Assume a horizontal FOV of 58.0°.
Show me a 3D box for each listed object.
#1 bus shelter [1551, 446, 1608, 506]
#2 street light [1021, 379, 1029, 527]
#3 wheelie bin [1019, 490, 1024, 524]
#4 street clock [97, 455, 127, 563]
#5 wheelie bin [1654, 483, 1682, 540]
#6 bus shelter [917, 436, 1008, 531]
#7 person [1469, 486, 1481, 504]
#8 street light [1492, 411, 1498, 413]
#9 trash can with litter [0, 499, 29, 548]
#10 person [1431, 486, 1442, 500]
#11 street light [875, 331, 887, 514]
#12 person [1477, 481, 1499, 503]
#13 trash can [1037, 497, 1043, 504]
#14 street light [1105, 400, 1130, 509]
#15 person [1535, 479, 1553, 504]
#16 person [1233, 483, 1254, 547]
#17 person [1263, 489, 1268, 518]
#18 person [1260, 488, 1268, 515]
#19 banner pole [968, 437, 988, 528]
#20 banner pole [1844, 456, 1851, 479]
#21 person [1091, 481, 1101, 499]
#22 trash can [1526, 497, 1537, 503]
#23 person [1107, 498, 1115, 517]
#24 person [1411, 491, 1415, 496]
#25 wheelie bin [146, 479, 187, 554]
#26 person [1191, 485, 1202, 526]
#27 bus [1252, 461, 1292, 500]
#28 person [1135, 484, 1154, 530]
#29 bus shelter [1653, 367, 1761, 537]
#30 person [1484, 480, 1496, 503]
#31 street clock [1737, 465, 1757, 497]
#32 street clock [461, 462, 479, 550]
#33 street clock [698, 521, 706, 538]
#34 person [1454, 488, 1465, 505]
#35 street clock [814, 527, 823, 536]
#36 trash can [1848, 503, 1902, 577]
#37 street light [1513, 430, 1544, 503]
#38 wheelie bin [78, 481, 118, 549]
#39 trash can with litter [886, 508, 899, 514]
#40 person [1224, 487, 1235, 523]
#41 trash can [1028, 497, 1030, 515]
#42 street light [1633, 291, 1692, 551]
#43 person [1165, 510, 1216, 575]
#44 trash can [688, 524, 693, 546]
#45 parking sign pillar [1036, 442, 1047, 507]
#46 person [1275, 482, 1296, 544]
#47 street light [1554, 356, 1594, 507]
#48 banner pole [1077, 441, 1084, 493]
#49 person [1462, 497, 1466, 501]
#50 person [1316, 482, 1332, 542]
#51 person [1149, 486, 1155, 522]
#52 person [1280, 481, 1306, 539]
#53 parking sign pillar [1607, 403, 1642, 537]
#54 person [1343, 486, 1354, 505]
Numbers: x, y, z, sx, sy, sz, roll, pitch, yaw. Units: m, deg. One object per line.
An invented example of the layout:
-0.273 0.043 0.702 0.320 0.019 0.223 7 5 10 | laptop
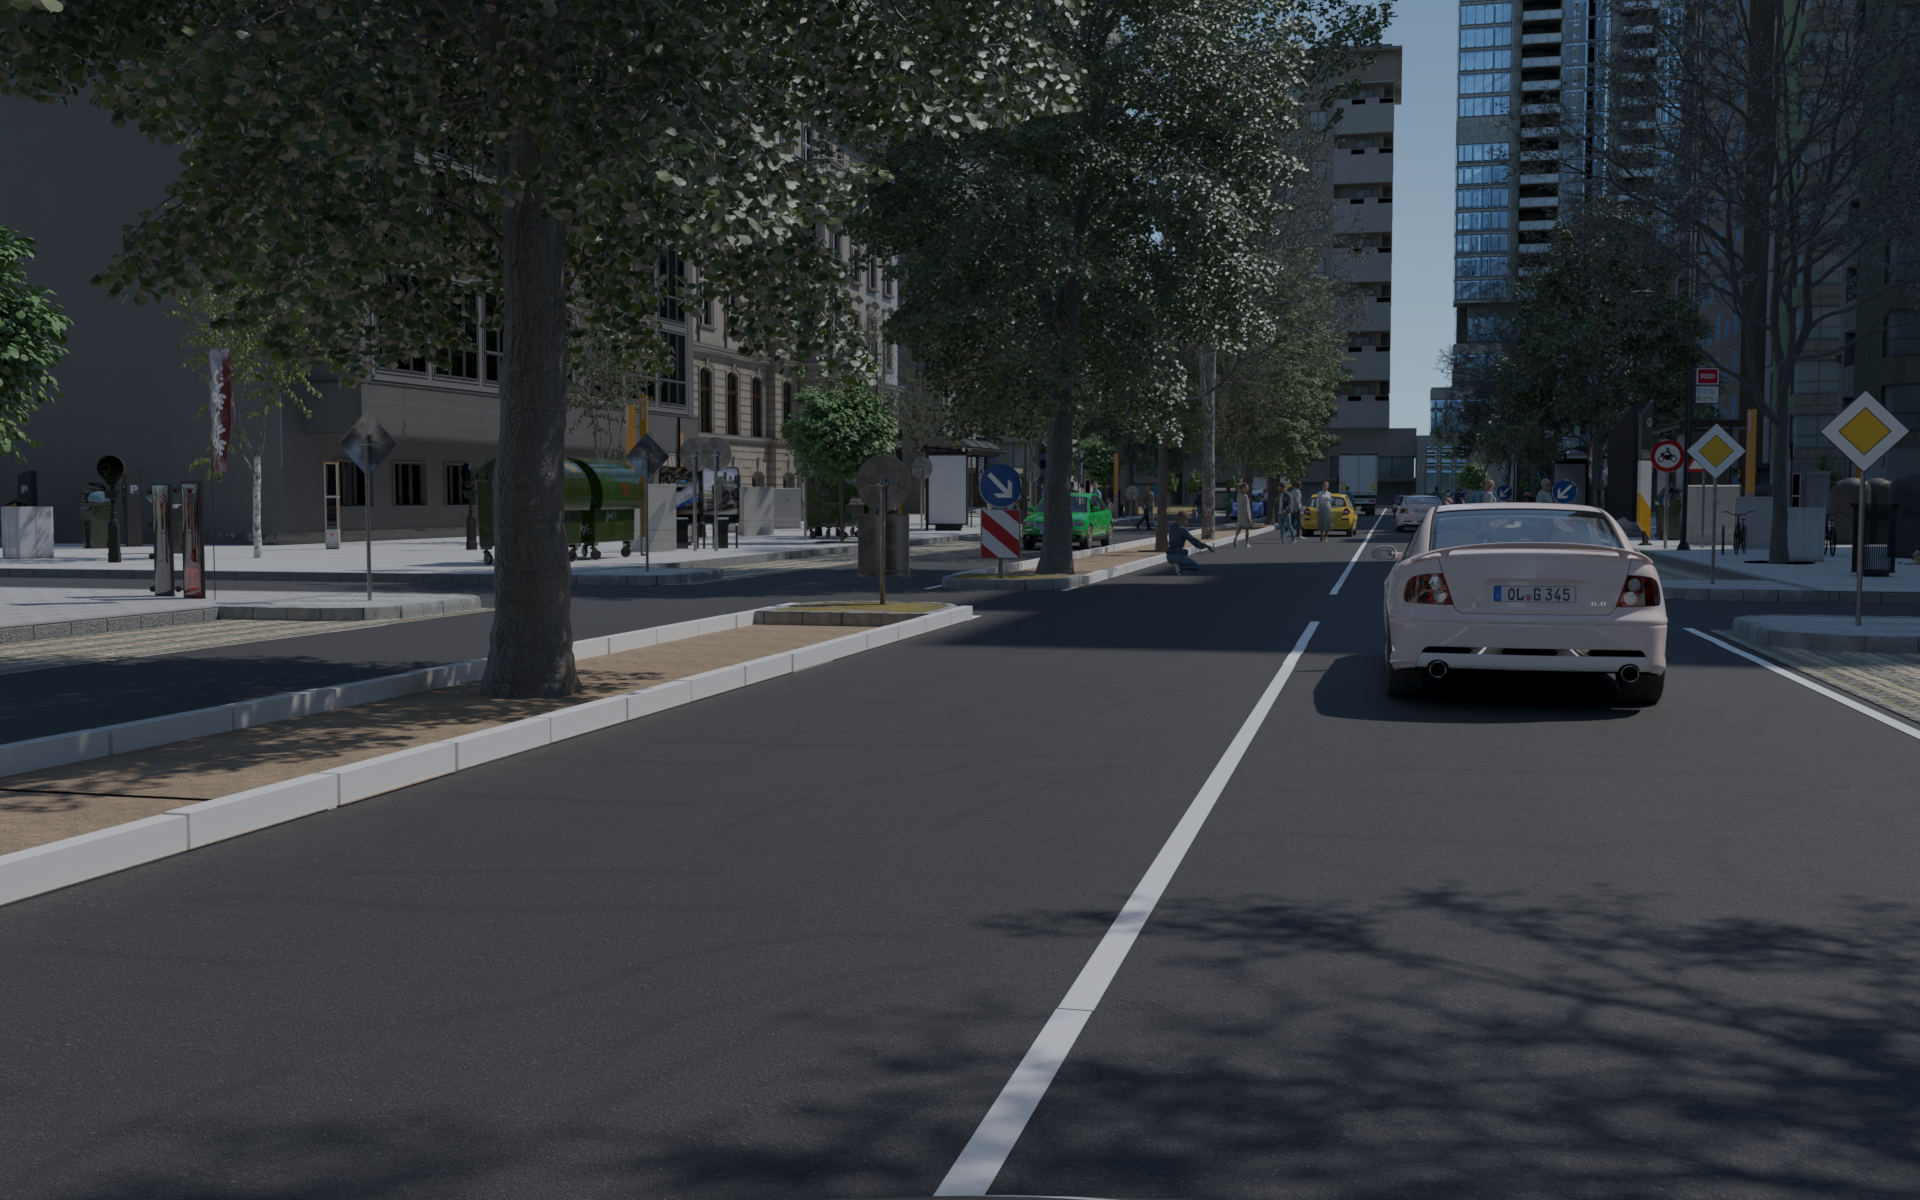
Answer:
26.550 -4.932 74.554 2.014 3.302 5.546 1 4 14 | bus shelter
3.067 -5.793 67.260 1.470 5.913 1.316 1 4 14 | street light
2.456 -4.058 74.251 0.693 1.594 0.980 -1 4 -17 | wheelie bin
-15.816 -1.699 32.349 0.471 2.002 0.358 -1 4 -10 | street clock
19.802 -2.476 48.398 0.693 1.594 0.980 1 4 13 | wheelie bin
0.141 -4.212 62.785 2.014 3.302 5.546 1 4 14 | bus shelter
23.683 -4.335 79.392 0.660 1.820 0.620 -1 4 -15 | person
30.312 -7.578 96.435 1.470 5.913 1.316 1 4 14 | street light
-22.754 -1.839 41.453 1.055 1.170 0.624 2 4 34 | trash can with litter
23.790 -4.782 86.677 0.713 1.824 0.794 -2 4 -25 | person
-1.791 -4.613 47.966 1.470 5.913 1.316 1 4 14 | street light
14.411 -2.353 47.308 0.601 1.785 0.444 2 4 24 | person
3.810 -4.028 77.516 0.748 1.137 0.748 0 3 0 | trash can
7.836 -6.950 86.180 1.470 5.913 1.316 1 4 14 | street light
12.696 -1.762 37.802 0.515 1.767 0.782 3 4 39 | person
7.579 -2.268 46.338 0.466 1.731 0.760 2 4 33 | person
18.440 -5.831 104.779 0.436 1.711 0.756 2 4 32 | person
20.599 -6.613 116.614 1.348 1.826 0.705 1 4 12 | person
0.665 -4.678 66.499 0.863 3.779 0.401 0 4 -7 | banner pole
39.757 -5.340 77.322 0.863 3.779 0.401 1 4 22 | banner pole
4.294 -2.812 54.338 0.748 1.841 0.638 0 4 -8 | person
26.410 -4.156 79.596 0.748 1.137 0.748 0 3 0 | trash can
6.678 -3.890 76.787 0.352 1.250 0.332 0 4 1 | person
40.774 -8.997 156.310 1.217 1.735 0.721 -3 5 -40 | person
-17.062 -1.808 37.461 0.980 1.594 0.693 -1 4 -9 | wheelie bin
10.801 -4.266 78.227 0.794 1.824 0.713 0 4 -6 | person
23.029 -8.350 128.073 2.896 3.916 12.252 1 4 13 | bus
7.400 -3.719 69.209 0.836 1.842 0.656 -1 4 -15 | person
22.347 -4.590 52.680 2.179 5.291 8.768 1 4 14 | bus shelter
13.077 -2.083 42.915 0.624 1.780 0.694 1 4 16 | person
19.880 -2.400 43.804 0.358 2.002 0.471 -1 4 -15 | street clock
-11.216 -2.150 39.722 0.471 2.002 0.358 3 5 44 | street clock
-7.581 -2.828 50.808 0.471 2.002 0.358 3 5 42 | street clock
28.712 -5.529 99.354 0.683 1.767 0.568 -1 4 -21 | person
-4.297 -2.933 52.529 0.358 2.002 0.471 -2 4 -30 | street clock
14.238 -0.937 26.978 0.748 1.137 0.748 0 3 0 | trash can
25.476 -6.412 77.385 1.470 5.913 1.316 1 4 14 | street light
-20.297 -2.011 40.790 0.980 1.594 0.693 2 4 35 | wheelie bin
-2.437 -2.630 54.384 1.055 1.170 0.624 1 4 15 | trash can with litter
13.184 -4.678 85.237 0.529 1.795 0.600 -3 4 -36 | person
3.806 -5.070 94.544 0.748 1.137 0.748 0 3 0 | trash can
15.990 -4.094 39.485 1.470 5.913 1.316 1 4 14 | street light
3.956 -1.032 30.870 0.738 1.151 1.012 -2 4 -30 | person
-6.909 -1.924 43.105 0.748 1.137 0.748 0 3 0 | trash can
4.199 -5.826 83.726 1.447 3.967 1.447 -3 5 -45 | parking sign pillar
9.407 -2.532 50.250 0.721 1.781 0.623 -3 5 -41 | person
20.733 -5.255 58.459 1.470 5.913 1.316 1 4 14 | street light
5.707 -5.636 82.164 0.401 3.779 0.863 -1 4 -19 | banner pole
50.289 -9.903 173.672 1.065 1.426 0.557 -2 4 -31 | person
10.859 -2.628 51.690 0.478 1.798 0.641 1 4 9 | person
8.875 -4.454 81.527 0.583 1.804 0.606 1 4 11 | person
10.589 -2.853 55.000 0.795 1.843 0.661 -1 4 -10 | person
20.025 -3.890 52.076 1.447 3.967 1.447 -1 4 -12 | parking sign pillar
19.946 -4.948 89.268 0.638 1.841 0.748 3 5 43 | person
